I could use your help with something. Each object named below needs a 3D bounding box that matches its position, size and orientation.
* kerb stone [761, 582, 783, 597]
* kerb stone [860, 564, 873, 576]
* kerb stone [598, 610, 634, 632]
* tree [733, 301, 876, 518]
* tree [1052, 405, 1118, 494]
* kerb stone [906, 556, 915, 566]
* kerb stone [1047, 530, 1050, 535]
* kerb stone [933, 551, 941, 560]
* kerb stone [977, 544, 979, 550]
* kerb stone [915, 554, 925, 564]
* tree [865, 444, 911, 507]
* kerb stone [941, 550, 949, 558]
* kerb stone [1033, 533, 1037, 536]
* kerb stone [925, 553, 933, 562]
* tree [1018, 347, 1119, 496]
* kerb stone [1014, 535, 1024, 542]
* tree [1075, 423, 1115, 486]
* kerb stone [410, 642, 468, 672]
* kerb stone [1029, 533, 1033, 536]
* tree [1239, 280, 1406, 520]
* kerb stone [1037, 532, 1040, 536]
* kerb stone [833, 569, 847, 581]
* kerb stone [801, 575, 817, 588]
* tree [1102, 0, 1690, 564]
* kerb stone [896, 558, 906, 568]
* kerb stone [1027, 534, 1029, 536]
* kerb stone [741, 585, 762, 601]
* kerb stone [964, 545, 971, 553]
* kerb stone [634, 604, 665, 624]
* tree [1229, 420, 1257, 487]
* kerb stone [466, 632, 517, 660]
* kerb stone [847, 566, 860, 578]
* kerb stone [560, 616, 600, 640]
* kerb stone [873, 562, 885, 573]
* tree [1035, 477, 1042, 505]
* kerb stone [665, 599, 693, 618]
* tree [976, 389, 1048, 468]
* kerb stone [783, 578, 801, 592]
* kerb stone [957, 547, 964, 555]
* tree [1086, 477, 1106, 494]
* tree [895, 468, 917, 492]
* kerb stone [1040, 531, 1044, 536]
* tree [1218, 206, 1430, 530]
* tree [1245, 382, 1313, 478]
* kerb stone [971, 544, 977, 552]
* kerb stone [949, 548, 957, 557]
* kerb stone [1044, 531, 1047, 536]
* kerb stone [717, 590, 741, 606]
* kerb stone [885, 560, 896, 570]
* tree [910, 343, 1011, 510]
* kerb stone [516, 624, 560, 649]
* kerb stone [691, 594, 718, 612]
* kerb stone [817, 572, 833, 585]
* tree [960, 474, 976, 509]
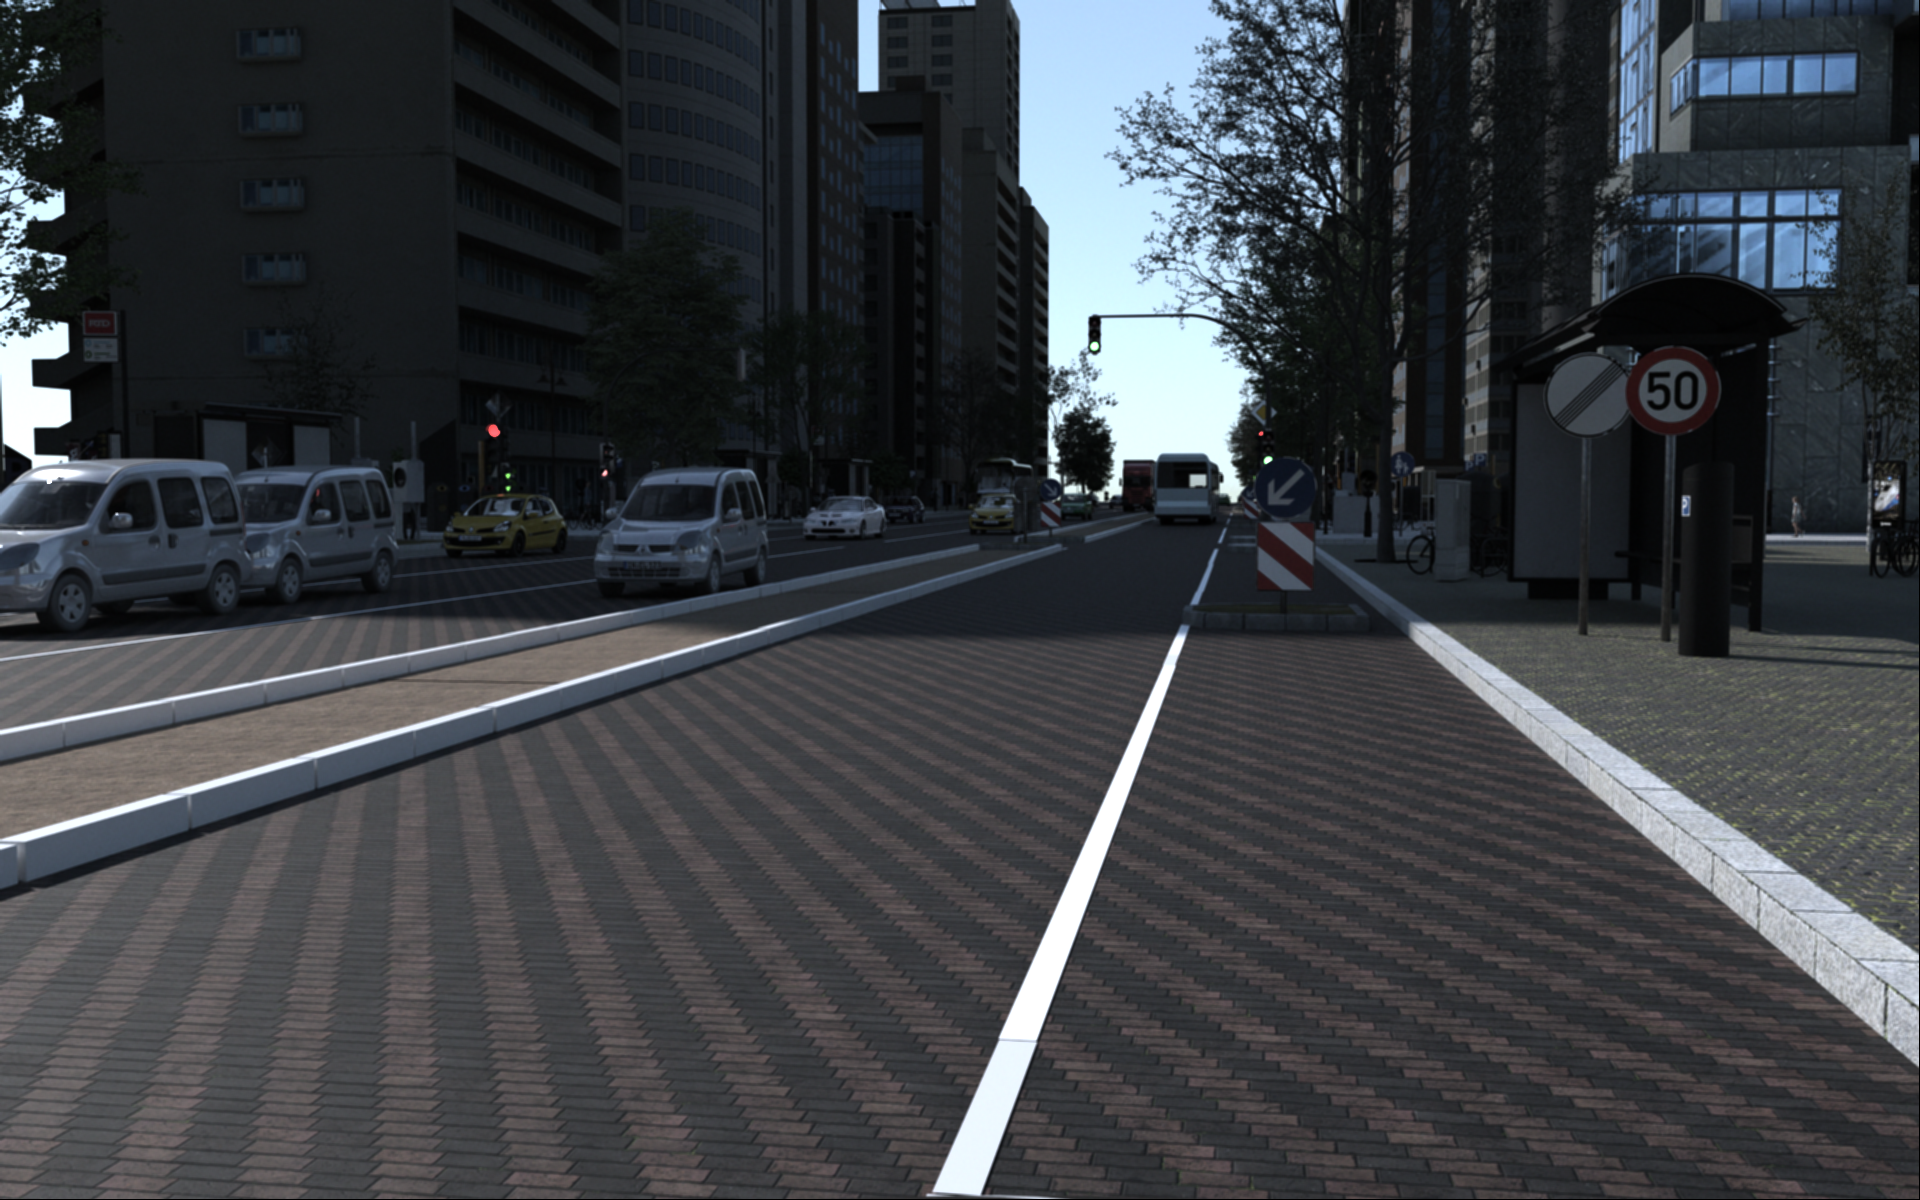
[{"bbox_3d":[-2.724,-0.136,24.424,0.120,0.150,1.000,1,4,9],"label":"kerb stone"},{"bbox_3d":[-1.748,-0.509,30.525,0.120,0.150,1.000,1,4,9],"label":"kerb stone"},{"bbox_3d":[-3.713,0.235,18.348,0.120,0.150,1.000,1,4,9],"label":"kerb stone"},{"bbox_3d":[-8.237,-10.186,92.294,9.928,11.665,9.643,0,3,0],"label":"tree"},{"bbox_3d":[17.520,-20.717,245.383,9.857,13.997,8.962,0,3,0],"label":"tree"},{"bbox_3d":[-1.094,-0.757,34.566,0.120,0.150,1.000,1,4,9],"label":"kerb stone"},{"bbox_3d":[2.909,-2.276,59.408,0.120,0.150,1.000,1,4,9],"label":"kerb stone"},{"bbox_3d":[-0.605,-0.943,37.616,0.120,0.150,1.000,1,4,9],"label":"kerb stone"},{"bbox_3d":[0.378,-1.315,43.695,0.120,0.150,1.000,1,4,9],"label":"kerb stone"},{"bbox_3d":[-0.927,-0.819,35.589,0.120,0.150,1.000,1,4,9],"label":"kerb stone"},{"bbox_3d":[-4.890,-7.922,113.236,4.285,4.588,4.351,0,3,0],"label":"tree"},{"bbox_3d":[-0.435,-1.005,38.634,0.120,0.150,1.000,1,4,9],"label":"kerb stone"},{"bbox_3d":[2.264,-2.029,55.367,0.120,0.150,1.000,1,4,9],"label":"kerb stone"},{"bbox_3d":[-0.776,-0.875,36.601,0.120,0.150,1.000,1,4,9],"label":"kerb stone"},{"bbox_3d":[13.912,-22.485,223.525,12.611,20.169,13.585,0,3,0],"label":"tree"},{"bbox_3d":[1.765,-1.840,52.330,0.120,0.150,1.000,1,4,9],"label":"kerb stone"},{"bbox_3d":[20.554,-21.769,274.057,7.486,12.596,7.792,0,3,0],"label":"tree"},{"bbox_3d":[-4.364,0.486,14.307,0.120,0.150,1.000,1,4,9],"label":"kerb stone"},{"bbox_3d":[2.100,-1.963,54.348,0.120,0.150,1.000,1,4,9],"label":"kerb stone"},{"bbox_3d":[17.638,-10.142,83.942,7.486,12.596,7.792,0,3,0],"label":"tree"},{"bbox_3d":[2.421,-2.091,56.377,0.120,0.150,1.000,1,4,9],"label":"kerb stone"},{"bbox_3d":[-2.070,-0.385,28.498,0.120,0.150,1.000,1,4,9],"label":"kerb stone"},{"bbox_3d":[-2.397,-0.262,26.478,0.120,0.150,1.000,1,4,9],"label":"kerb stone"},{"bbox_3d":[7.857,-7.443,32.060,12.009,13.543,11.850,0,3,0],"label":"tree"},{"bbox_3d":[-1.256,-0.690,33.557,0.120,0.150,1.000,1,4,9],"label":"kerb stone"},{"bbox_3d":[1.936,-1.904,53.338,0.120,0.150,1.000,1,4,9],"label":"kerb stone"},{"bbox_3d":[-2.903,-0.066,23.407,0.120,0.150,1.000,1,4,9],"label":"kerb stone"},{"bbox_3d":[0.062,-1.191,41.674,0.120,0.150,1.000,1,4,9],"label":"kerb stone"},{"bbox_3d":[-3.549,0.177,19.363,0.120,0.150,1.000,1,4,9],"label":"kerb stone"},{"bbox_3d":[45.738,-21.851,263.921,9.857,13.997,8.962,0,3,0],"label":"tree"},{"bbox_3d":[-4.200,0.423,15.316,0.120,0.150,1.000,1,4,9],"label":"kerb stone"},{"bbox_3d":[-1.911,-0.448,29.514,0.120,0.150,1.000,1,4,9],"label":"kerb stone"},{"bbox_3d":[-3.870,0.297,17.336,0.120,0.150,1.000,1,4,9],"label":"kerb stone"},{"bbox_3d":[-1.581,-0.568,31.538,0.120,0.150,1.000,1,4,9],"label":"kerb stone"},{"bbox_3d":[9.249,-12.479,198.632,1.663,3.219,1.824,0,3,0],"label":"tree"},{"bbox_3d":[-3.387,0.116,20.374,0.120,0.150,1.000,1,4,9],"label":"kerb stone"},{"bbox_3d":[5.049,-14.914,169.591,9.928,11.665,9.643,0,3,0],"label":"tree"},{"bbox_3d":[-2.554,-0.194,25.458,0.120,0.150,1.000,1,4,9],"label":"kerb stone"},{"bbox_3d":[-0.111,-1.129,40.660,0.120,0.150,1.000,1,4,9],"label":"kerb stone"},{"bbox_3d":[20.678,-17.182,264.631,4.285,4.588,4.351,0,3,0],"label":"tree"},{"bbox_3d":[-3.657,-7.671,120.026,1.663,3.219,1.824,0,3,0],"label":"tree"},{"bbox_3d":[2.592,-2.152,57.385,0.120,0.150,1.000,1,4,9],"label":"kerb stone"},{"bbox_3d":[12.998,-8.348,62.248,9.928,11.665,9.643,0,3,0],"label":"tree"},{"bbox_3d":[19.926,-9.525,106.102,4.737,8.622,4.395,0,3,0],"label":"tree"},{"bbox_3d":[0.214,-1.251,42.685,0.120,0.150,1.000,1,4,9],"label":"kerb stone"},{"bbox_3d":[-0.267,-1.064,39.647,0.120,0.150,1.000,1,4,9],"label":"kerb stone"},{"bbox_3d":[2.748,-2.211,58.399,0.120,0.150,1.000,1,4,9],"label":"kerb stone"},{"bbox_3d":[-3.060,-0.012,22.394,0.120,0.150,1.000,1,4,9],"label":"kerb stone"},{"bbox_3d":[-1.415,-0.630,32.547,0.120,0.150,1.000,1,4,9],"label":"kerb stone"},{"bbox_3d":[0.666,-14.094,140.805,12.009,13.543,11.850,0,3,0],"label":"tree"},{"bbox_3d":[-4.044,0.359,16.328,0.120,0.150,1.000,1,4,9],"label":"kerb stone"},{"bbox_3d":[-3.223,0.050,21.383,0.120,0.150,1.000,1,4,9],"label":"kerb stone"},{"bbox_3d":[-2.237,-0.318,27.489,0.120,0.150,1.000,1,4,9],"label":"kerb stone"},{"bbox_3d":[0.753,-9.449,149.091,1.663,3.219,1.824,0,3,0],"label":"tree"}]
